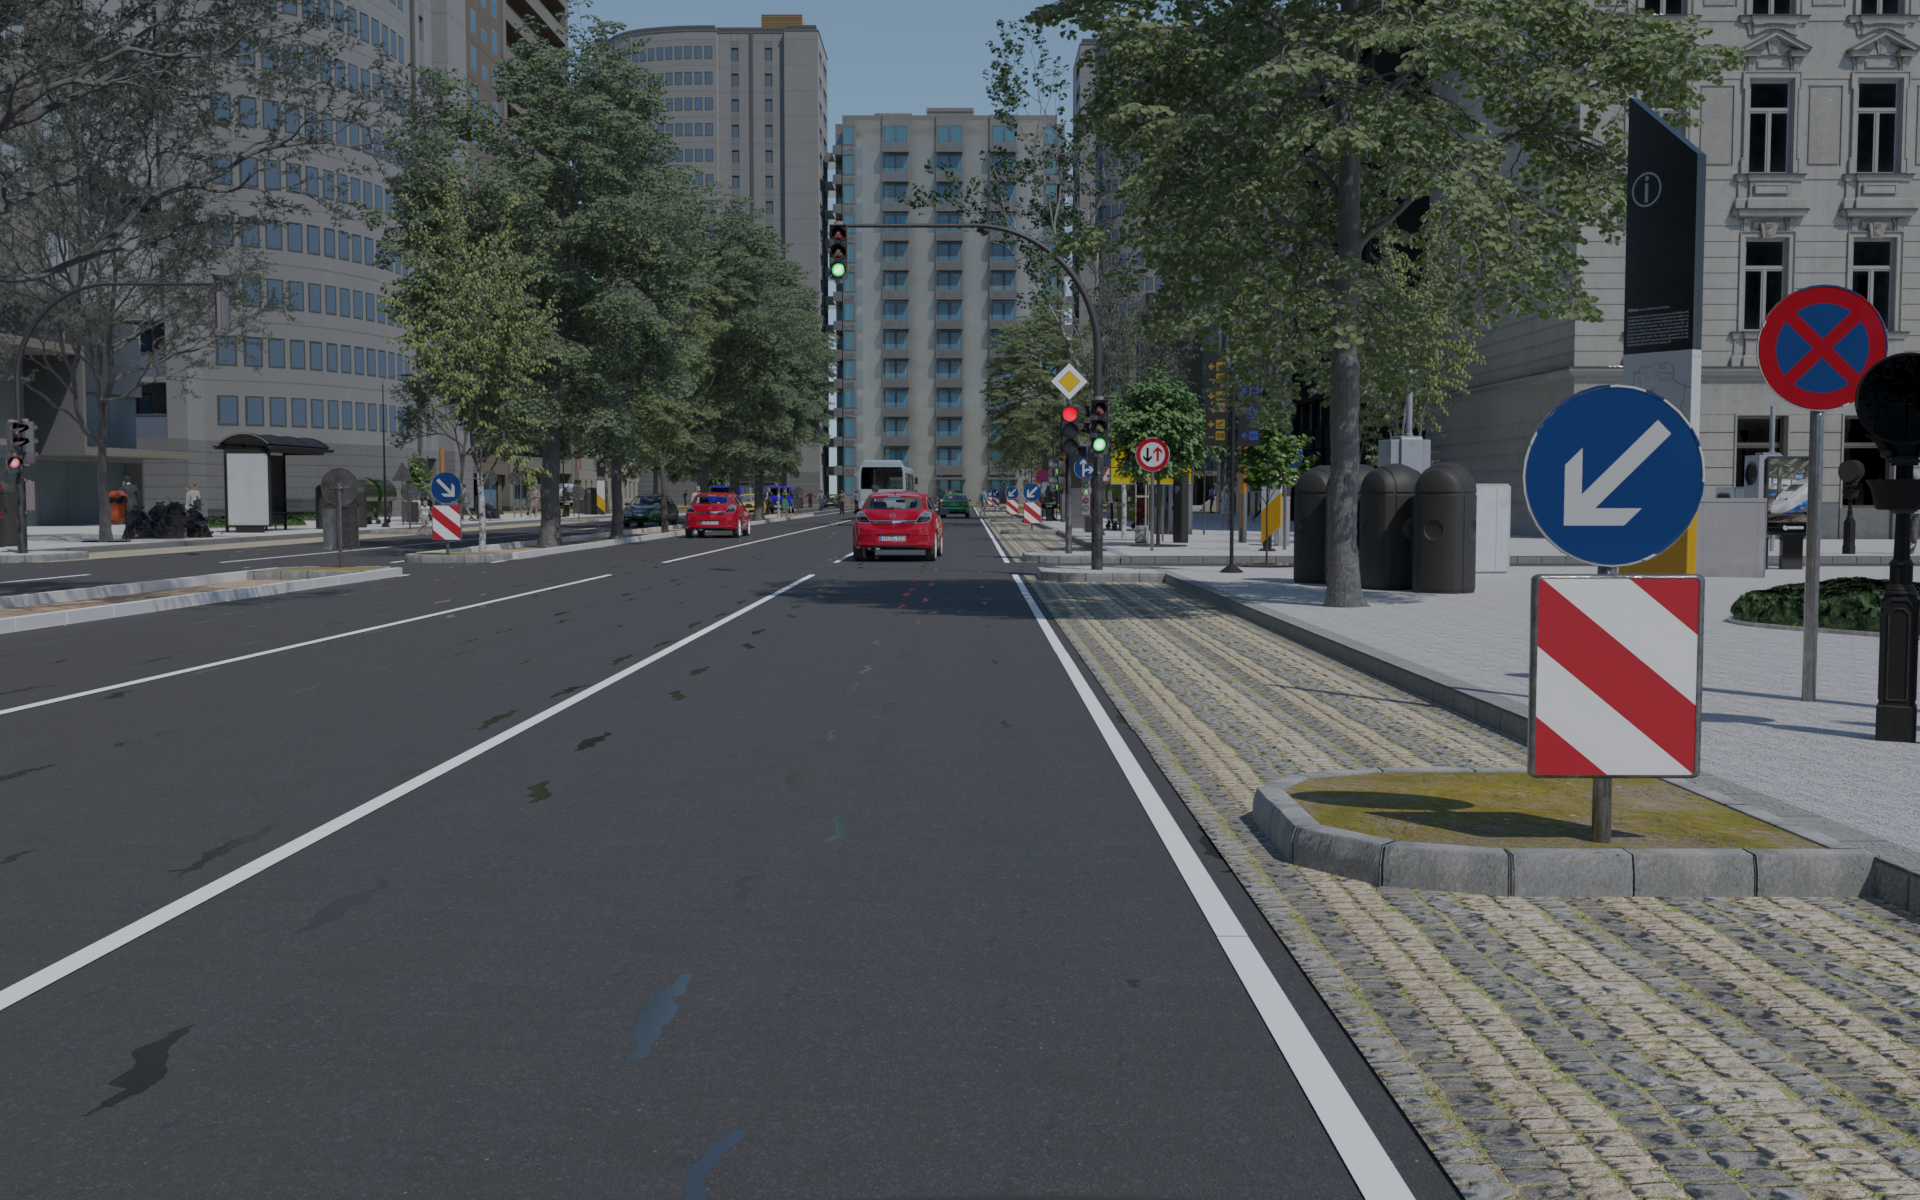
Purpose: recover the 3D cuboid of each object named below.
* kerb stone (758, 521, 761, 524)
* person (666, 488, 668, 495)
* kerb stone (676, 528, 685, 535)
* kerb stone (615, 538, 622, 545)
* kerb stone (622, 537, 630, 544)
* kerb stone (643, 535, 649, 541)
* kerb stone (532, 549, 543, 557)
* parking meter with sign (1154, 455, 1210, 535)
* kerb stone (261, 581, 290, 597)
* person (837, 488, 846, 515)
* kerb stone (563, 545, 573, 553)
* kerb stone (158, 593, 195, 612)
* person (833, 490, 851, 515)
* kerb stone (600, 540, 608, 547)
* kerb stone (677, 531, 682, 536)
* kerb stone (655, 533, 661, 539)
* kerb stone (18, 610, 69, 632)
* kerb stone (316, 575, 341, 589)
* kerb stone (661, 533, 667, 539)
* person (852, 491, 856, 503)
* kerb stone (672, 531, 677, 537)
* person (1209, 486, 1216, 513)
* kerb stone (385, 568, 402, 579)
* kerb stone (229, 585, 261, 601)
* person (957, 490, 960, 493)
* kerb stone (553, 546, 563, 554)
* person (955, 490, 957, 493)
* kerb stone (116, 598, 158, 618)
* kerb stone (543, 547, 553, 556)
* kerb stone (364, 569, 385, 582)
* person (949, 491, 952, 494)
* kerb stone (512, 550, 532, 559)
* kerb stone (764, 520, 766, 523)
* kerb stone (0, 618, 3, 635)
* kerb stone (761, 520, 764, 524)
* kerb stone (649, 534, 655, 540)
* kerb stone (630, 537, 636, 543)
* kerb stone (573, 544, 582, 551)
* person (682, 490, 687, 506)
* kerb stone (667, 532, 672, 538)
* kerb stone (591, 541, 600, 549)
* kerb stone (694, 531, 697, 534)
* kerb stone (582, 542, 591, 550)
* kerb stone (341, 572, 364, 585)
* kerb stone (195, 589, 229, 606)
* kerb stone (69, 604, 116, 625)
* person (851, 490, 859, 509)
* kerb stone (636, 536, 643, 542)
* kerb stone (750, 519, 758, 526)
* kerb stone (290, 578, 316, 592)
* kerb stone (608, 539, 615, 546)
[{"bbox_3d":[-9.604,-3.621,81.502,0.120,0.150,1.000,0,4,0],"label":"kerb stone"},{"bbox_3d":[-25.556,-8.822,150.362,0.705,1.814,1.350,-1,4,-22],"label":"person"},{"bbox_3d":[-9.675,-2.310,59.978,0.120,0.150,1.000,0,4,0],"label":"kerb stone"},{"bbox_3d":[-9.722,-1.620,48.686,0.120,0.150,1.000,0,4,0],"label":"kerb stone"},{"bbox_3d":[-9.714,-1.683,49.720,0.120,0.150,1.000,0,4,0],"label":"kerb stone"},{"bbox_3d":[-9.701,-1.871,52.794,0.120,0.150,1.000,0,4,0],"label":"kerb stone"},{"bbox_3d":[-9.742,-1.056,39.456,0.120,0.150,1.000,0,4,0],"label":"kerb stone"},{"bbox_3d":[6.990,-3.585,54.875,1.738,3.016,0.543,2,4,34],"label":"parking meter with sign"},{"bbox_3d":[-9.799,-0.146,24.579,0.120,0.150,1.000,0,4,0],"label":"kerb stone"},{"bbox_3d":[-8.182,-6.824,120.072,0.705,1.824,1.348,-2,4,-26],"label":"person"},{"bbox_3d":[-9.741,-1.244,42.528,0.120,0.150,1.000,0,4,0],"label":"kerb stone"},{"bbox_3d":[-9.817,0.042,21.502,0.120,0.150,1.000,0,4,0],"label":"kerb stone"},{"bbox_3d":[-7.925,-6.531,115.999,1.217,1.735,0.721,0,4,7],"label":"person"},{"bbox_3d":[-9.719,-1.495,46.642,0.120,0.150,1.000,0,4,0],"label":"kerb stone"},{"bbox_3d":[-9.680,-2.248,58.955,0.120,0.150,1.000,0,4,0],"label":"kerb stone"},{"bbox_3d":[-9.695,-1.997,54.844,0.120,0.150,1.000,0,4,0],"label":"kerb stone"},{"bbox_3d":[-9.828,0.230,18.429,0.120,0.150,1.000,0,4,0],"label":"kerb stone"},{"bbox_3d":[-9.800,-0.266,26.624,0.120,0.150,1.000,0,4,0],"label":"kerb stone"},{"bbox_3d":[-9.685,-2.059,55.866,0.120,0.150,1.000,0,4,0],"label":"kerb stone"},{"bbox_3d":[-10.532,-10.219,176.372,1.217,1.735,0.721,2,4,29],"label":"person"},{"bbox_3d":[-9.681,-2.185,57.926,0.120,0.150,1.000,0,4,0],"label":"kerb stone"},{"bbox_3d":[16.932,-6.709,115.608,0.599,1.838,0.709,0,4,-5],"label":"person"},{"bbox_3d":[-9.790,-0.459,29.704,0.120,0.150,1.000,0,4,0],"label":"kerb stone"},{"bbox_3d":[-9.804,-0.083,23.551,0.120,0.150,1.000,0,4,0],"label":"kerb stone"},{"bbox_3d":[-0.228,-7.891,138.334,0.721,1.723,1.217,2,4,33],"label":"person"},{"bbox_3d":[-9.743,-1.180,41.502,0.120,0.150,1.000,0,4,0],"label":"kerb stone"},{"bbox_3d":[-0.433,-10.399,178.521,0.705,1.824,1.348,0,4,6],"label":"person"},{"bbox_3d":[-9.813,0.105,20.480,0.120,0.150,1.000,0,4,0],"label":"kerb stone"},{"bbox_3d":[-9.752,-1.111,40.478,0.120,0.150,1.000,0,4,0],"label":"kerb stone"},{"bbox_3d":[-9.786,-0.395,28.670,0.120,0.150,1.000,0,4,0],"label":"kerb stone"},{"bbox_3d":[-0.895,-8.666,150.854,0.621,1.740,0.551,2,4,28],"label":"person"},{"bbox_3d":[-9.748,-0.991,38.433,0.120,0.150,1.000,0,4,0],"label":"kerb stone"},{"bbox_3d":[-9.591,-3.753,83.555,0.120,0.150,1.000,0,4,0],"label":"kerb stone"},{"bbox_3d":[-9.829,0.293,17.402,0.120,0.150,1.000,0,4,0],"label":"kerb stone"},{"bbox_3d":[-9.600,-3.684,82.533,0.120,0.150,1.000,0,4,0],"label":"kerb stone"},{"bbox_3d":[-9.700,-1.934,53.822,0.120,0.150,1.000,0,4,0],"label":"kerb stone"},{"bbox_3d":[-9.712,-1.746,50.747,0.120,0.150,1.000,0,4,0],"label":"kerb stone"},{"bbox_3d":[-9.740,-1.306,43.561,0.120,0.150,1.000,0,4,0],"label":"kerb stone"},{"bbox_3d":[-30.116,-11.169,189.472,0.721,1.723,1.217,-3,4,-36],"label":"person"},{"bbox_3d":[-9.689,-2.122,56.896,0.120,0.150,1.000,0,4,0],"label":"kerb stone"},{"bbox_3d":[-9.726,-1.432,45.611,0.120,0.150,1.000,0,4,0],"label":"kerb stone"},{"bbox_3d":[-9.666,-2.434,62.036,0.120,0.150,1.000,0,4,0],"label":"kerb stone"},{"bbox_3d":[-9.733,-1.367,44.583,0.120,0.150,1.000,0,4,0],"label":"kerb stone"},{"bbox_3d":[-9.787,-0.331,27.648,0.120,0.150,1.000,0,4,0],"label":"kerb stone"},{"bbox_3d":[-9.815,-0.020,22.529,0.120,0.150,1.000,0,4,0],"label":"kerb stone"},{"bbox_3d":[-9.817,0.168,19.451,0.120,0.150,1.000,0,4,0],"label":"kerb stone"},{"bbox_3d":[-8.827,-8.583,148.823,1.348,1.826,0.705,-2,4,-34],"label":"person"},{"bbox_3d":[-9.701,-1.809,51.772,0.120,0.150,1.000,0,4,0],"label":"kerb stone"},{"bbox_3d":[-9.603,-3.561,80.472,0.120,0.150,1.000,0,4,0],"label":"kerb stone"},{"bbox_3d":[-9.806,-0.208,25.602,0.120,0.150,1.000,0,4,0],"label":"kerb stone"},{"bbox_3d":[-9.717,-1.555,47.664,0.120,0.150,1.000,0,4,0],"label":"kerb stone"}]
